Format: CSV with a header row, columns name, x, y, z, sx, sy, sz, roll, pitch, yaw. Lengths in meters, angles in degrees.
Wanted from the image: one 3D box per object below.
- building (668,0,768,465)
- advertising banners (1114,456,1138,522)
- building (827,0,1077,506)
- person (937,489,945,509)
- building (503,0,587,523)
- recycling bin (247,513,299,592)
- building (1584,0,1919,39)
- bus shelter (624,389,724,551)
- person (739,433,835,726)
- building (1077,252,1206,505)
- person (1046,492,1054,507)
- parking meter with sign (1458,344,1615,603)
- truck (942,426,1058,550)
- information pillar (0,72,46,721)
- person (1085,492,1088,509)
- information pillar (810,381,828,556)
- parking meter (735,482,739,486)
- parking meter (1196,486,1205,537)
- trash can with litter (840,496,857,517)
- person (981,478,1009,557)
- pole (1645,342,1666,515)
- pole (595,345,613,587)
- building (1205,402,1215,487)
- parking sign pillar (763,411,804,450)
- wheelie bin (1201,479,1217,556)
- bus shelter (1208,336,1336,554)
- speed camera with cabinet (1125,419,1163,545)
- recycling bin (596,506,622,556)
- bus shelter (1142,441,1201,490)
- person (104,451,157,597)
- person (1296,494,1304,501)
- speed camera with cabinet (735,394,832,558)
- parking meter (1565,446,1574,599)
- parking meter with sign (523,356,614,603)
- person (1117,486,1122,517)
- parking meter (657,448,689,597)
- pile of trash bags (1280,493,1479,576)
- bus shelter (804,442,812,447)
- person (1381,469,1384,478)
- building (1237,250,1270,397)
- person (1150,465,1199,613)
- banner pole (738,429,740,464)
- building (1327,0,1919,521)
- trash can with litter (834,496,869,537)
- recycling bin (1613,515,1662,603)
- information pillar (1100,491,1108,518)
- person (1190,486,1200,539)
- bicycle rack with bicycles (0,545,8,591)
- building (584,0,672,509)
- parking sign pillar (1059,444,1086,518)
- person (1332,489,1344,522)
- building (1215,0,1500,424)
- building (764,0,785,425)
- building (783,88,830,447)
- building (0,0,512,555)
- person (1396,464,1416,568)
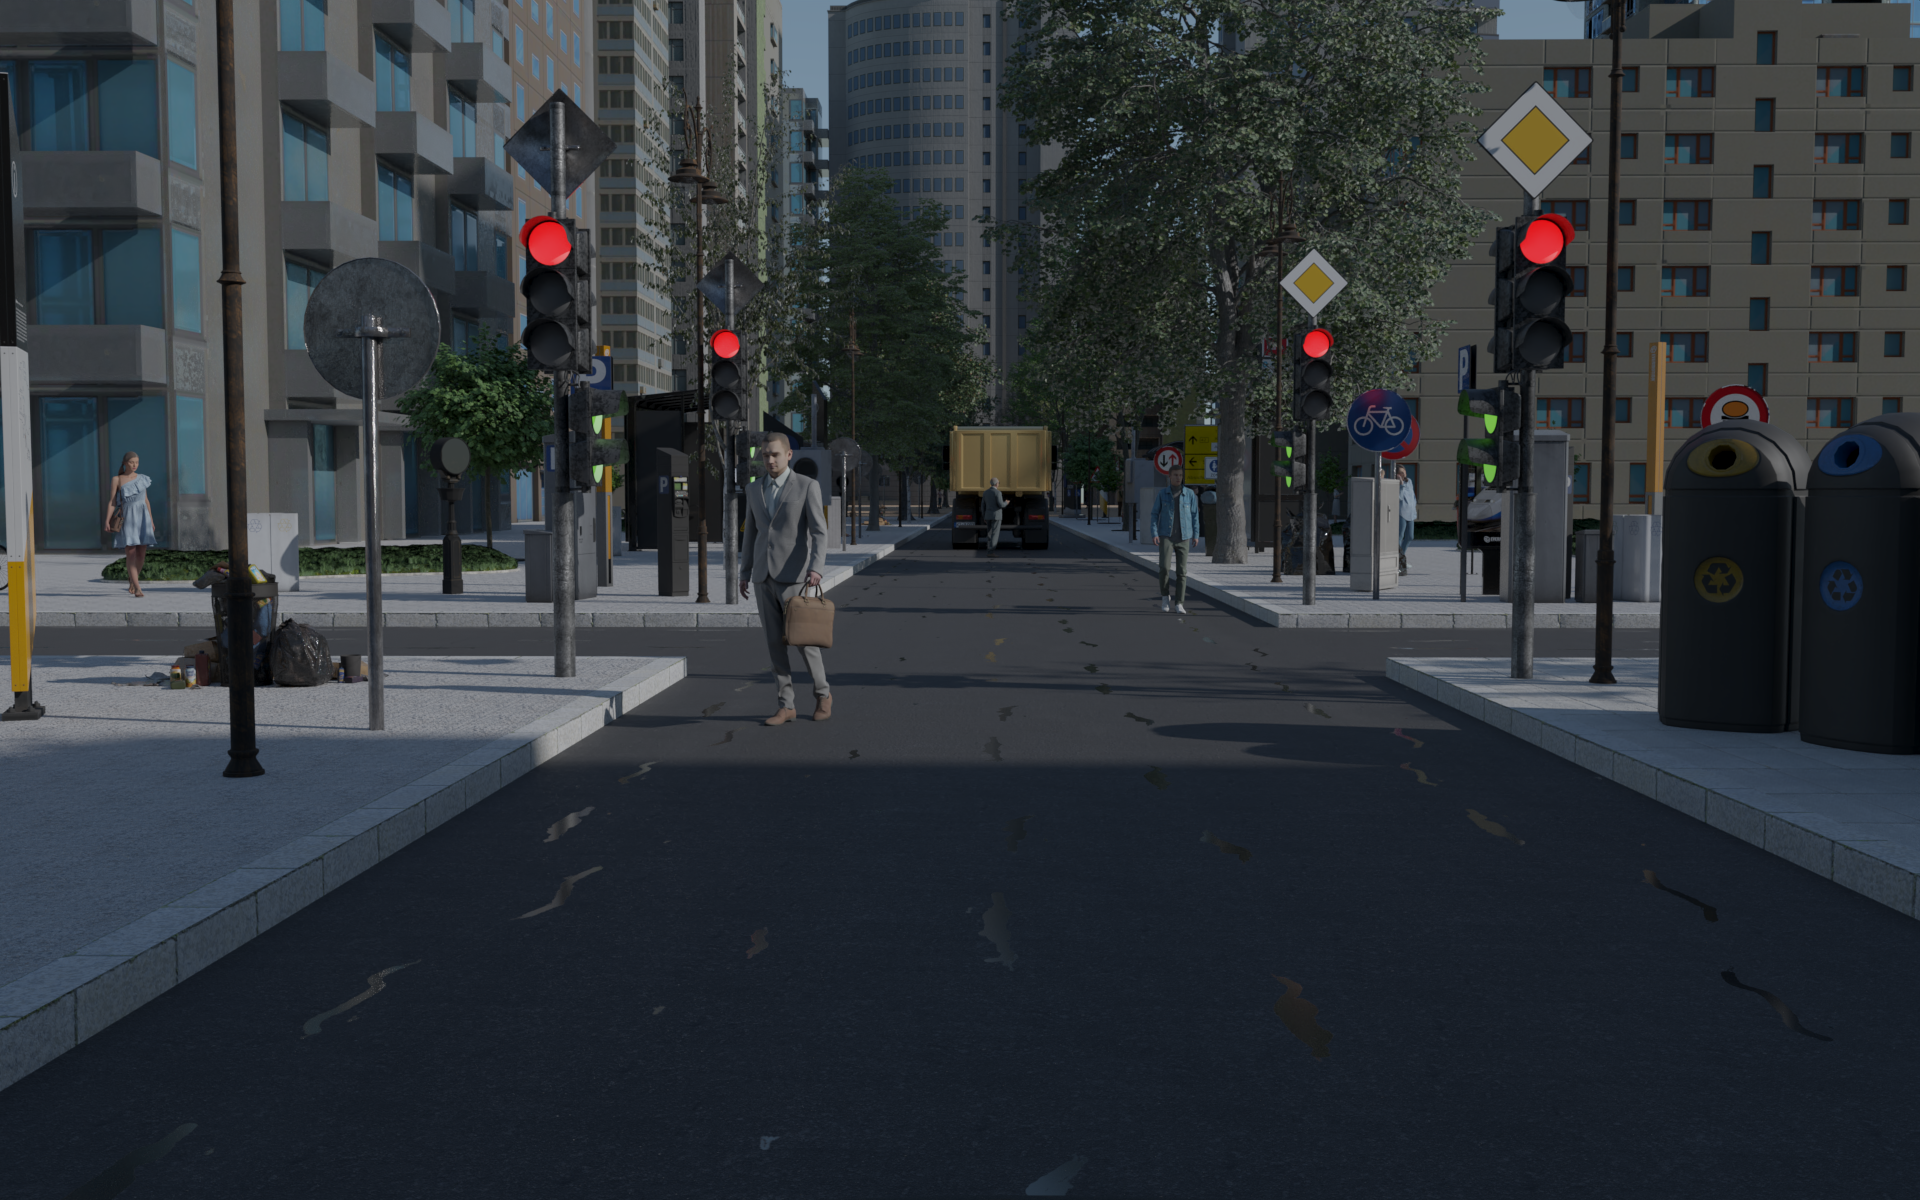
name,x,y,z,sx,sy,sz,roll,pitch,yaw
building,-22.040,-27.130,127.177,14.154,41.232,14.086,0,4,1
advertising banners,7.525,-5.053,78.808,0.090,3.025,2.074,-2,4,-25
building,-0.918,-40.400,202.545,28.212,58.520,21.231,0,4,1
person,-1.666,-8.642,148.050,0.721,1.736,1.217,3,4,37
building,-26.156,-26.380,81.432,14.600,45.320,14.200,0,4,1
recycling bin,-9.169,-0.629,22.838,0.722,1.027,0.722,-2,4,-33
building,67.122,-50.760,142.602,31.000,86.520,22.319,0,4,1
bus shelter,-6.635,-3.090,41.798,1.731,3.624,6.357,0,4,1
person,-1.092,-0.132,10.782,0.709,1.813,0.853,1,4,18
building,20.615,-26.161,199.432,14.107,30.474,14.160,0,4,1
person,6.783,-7.350,129.449,0.697,1.427,0.421,2,4,27
parking meter with sign,6.800,-1.479,20.436,1.738,3.016,0.543,0,4,2
truck,1.121,-3.209,48.393,3.469,3.379,9.791,0,4,1
information pillar,-5.411,-1.136,9.923,0.183,3.616,0.504,-1,4,-21
person,11.319,-8.972,153.176,0.683,1.767,0.568,-3,5,-40
information pillar,-2.891,-2.715,35.738,0.183,3.616,0.504,-2,4,-35
parking meter,-4.768,-1.749,37.012,0.372,1.533,0.369,0,3,0
parking meter,7.153,-2.646,51.669,0.372,1.533,0.369,0,3,0
trash can with litter,-6.177,-5.140,95.431,1.055,1.170,0.624,1,4,9
person,0.813,-1.871,39.269,0.661,1.801,0.590,3,5,45
pole,9.379,-1.806,23.379,0.158,3.312,0.155,0,3,0
pole,-4.918,-1.839,23.915,0.158,3.312,0.155,0,3,0
building,43.223,-54.335,201.048,31.000,86.520,22.319,0,4,1
parking sign pillar,-5.679,-4.114,55.729,1.447,3.967,1.447,0,4,-4
wheelie bin,5.358,-1.703,35.750,0.693,1.594,0.980,2,4,24
bus shelter,7.222,-3.904,41.455,2.179,5.291,8.768,0,4,1
speed camera with cabinet,4.868,-3.066,44.472,0.660,3.252,2.038,-1,4,-16
recycling bin,-7.475,-1.427,35.886,0.722,1.027,0.722,-2,4,-33
bus shelter,8.413,-4.550,68.310,2.014,3.302,5.546,0,4,1
person,-10.397,-0.950,21.673,0.616,1.811,0.778,-3,4,-38
person,9.944,-2.675,50.327,0.519,1.759,0.362,-2,4,-28
speed camera with cabinet,-3.602,-2.451,34.405,2.038,3.252,0.660,1,4,18
parking meter,7.291,-0.947,21.195,0.399,1.863,0.255,-3,4,-38
parking meter with sign,-4.792,-1.523,21.154,0.543,3.016,1.738,1,4,10
person,9.084,-5.615,97.945,0.705,1.812,1.348,0,4,-3
parking meter,-3.601,-0.981,21.753,0.255,1.863,0.399,-3,5,-43
pile of trash bags,6.759,-1.101,27.762,3.447,1.369,1.912,1,4,15
bus shelter,-6.057,-4.574,68.703,2.014,3.302,5.546,0,4,1
person,8.481,-1.780,35.267,0.853,1.813,0.709,-2,4,-24
building,33.893,-16.449,113.977,27.650,21.520,28.899,0,4,1
person,2.585,-0.734,20.848,0.601,1.785,0.444,0,4,2
banner pole,-6.842,-3.884,53.518,0.401,3.779,0.863,0,4,-4
building,30.781,-14.398,80.445,27.650,21.520,28.899,0,4,1
trash can with litter,-3.960,-2.541,52.604,2.233,1.210,1.678,3,5,42
recycling bin,8.282,-0.508,20.859,0.722,1.027,0.722,-1,4,-18
information pillar,7.727,-6.218,93.026,0.183,3.616,0.504,-3,5,-43
person,6.647,-2.500,49.520,0.503,1.515,0.523,3,4,38
bicycle rack with bicycles,-14.249,-0.557,22.486,2.925,0.926,2.852,2,4,27
building,-31.353,-25.437,107.769,32.217,40.220,23.993,0,4,1
parking sign pillar,5.990,-6.349,92.277,1.447,3.967,1.447,-1,4,-23
person,16.176,-4.125,74.056,0.524,1.755,0.480,1,4,21
building,31.636,-36.660,141.387,21.231,58.520,28.212,0,4,1
building,-26.624,-31.958,146.215,21.600,48.544,21.300,0,4,1
building,-30.240,-35.732,203.830,30.456,49.044,23.786,0,4,1
building,-25.829,-26.195,47.905,23.786,49.044,30.456,0,4,1
person,7.650,-1.447,29.967,0.793,1.790,0.793,1,4,17
